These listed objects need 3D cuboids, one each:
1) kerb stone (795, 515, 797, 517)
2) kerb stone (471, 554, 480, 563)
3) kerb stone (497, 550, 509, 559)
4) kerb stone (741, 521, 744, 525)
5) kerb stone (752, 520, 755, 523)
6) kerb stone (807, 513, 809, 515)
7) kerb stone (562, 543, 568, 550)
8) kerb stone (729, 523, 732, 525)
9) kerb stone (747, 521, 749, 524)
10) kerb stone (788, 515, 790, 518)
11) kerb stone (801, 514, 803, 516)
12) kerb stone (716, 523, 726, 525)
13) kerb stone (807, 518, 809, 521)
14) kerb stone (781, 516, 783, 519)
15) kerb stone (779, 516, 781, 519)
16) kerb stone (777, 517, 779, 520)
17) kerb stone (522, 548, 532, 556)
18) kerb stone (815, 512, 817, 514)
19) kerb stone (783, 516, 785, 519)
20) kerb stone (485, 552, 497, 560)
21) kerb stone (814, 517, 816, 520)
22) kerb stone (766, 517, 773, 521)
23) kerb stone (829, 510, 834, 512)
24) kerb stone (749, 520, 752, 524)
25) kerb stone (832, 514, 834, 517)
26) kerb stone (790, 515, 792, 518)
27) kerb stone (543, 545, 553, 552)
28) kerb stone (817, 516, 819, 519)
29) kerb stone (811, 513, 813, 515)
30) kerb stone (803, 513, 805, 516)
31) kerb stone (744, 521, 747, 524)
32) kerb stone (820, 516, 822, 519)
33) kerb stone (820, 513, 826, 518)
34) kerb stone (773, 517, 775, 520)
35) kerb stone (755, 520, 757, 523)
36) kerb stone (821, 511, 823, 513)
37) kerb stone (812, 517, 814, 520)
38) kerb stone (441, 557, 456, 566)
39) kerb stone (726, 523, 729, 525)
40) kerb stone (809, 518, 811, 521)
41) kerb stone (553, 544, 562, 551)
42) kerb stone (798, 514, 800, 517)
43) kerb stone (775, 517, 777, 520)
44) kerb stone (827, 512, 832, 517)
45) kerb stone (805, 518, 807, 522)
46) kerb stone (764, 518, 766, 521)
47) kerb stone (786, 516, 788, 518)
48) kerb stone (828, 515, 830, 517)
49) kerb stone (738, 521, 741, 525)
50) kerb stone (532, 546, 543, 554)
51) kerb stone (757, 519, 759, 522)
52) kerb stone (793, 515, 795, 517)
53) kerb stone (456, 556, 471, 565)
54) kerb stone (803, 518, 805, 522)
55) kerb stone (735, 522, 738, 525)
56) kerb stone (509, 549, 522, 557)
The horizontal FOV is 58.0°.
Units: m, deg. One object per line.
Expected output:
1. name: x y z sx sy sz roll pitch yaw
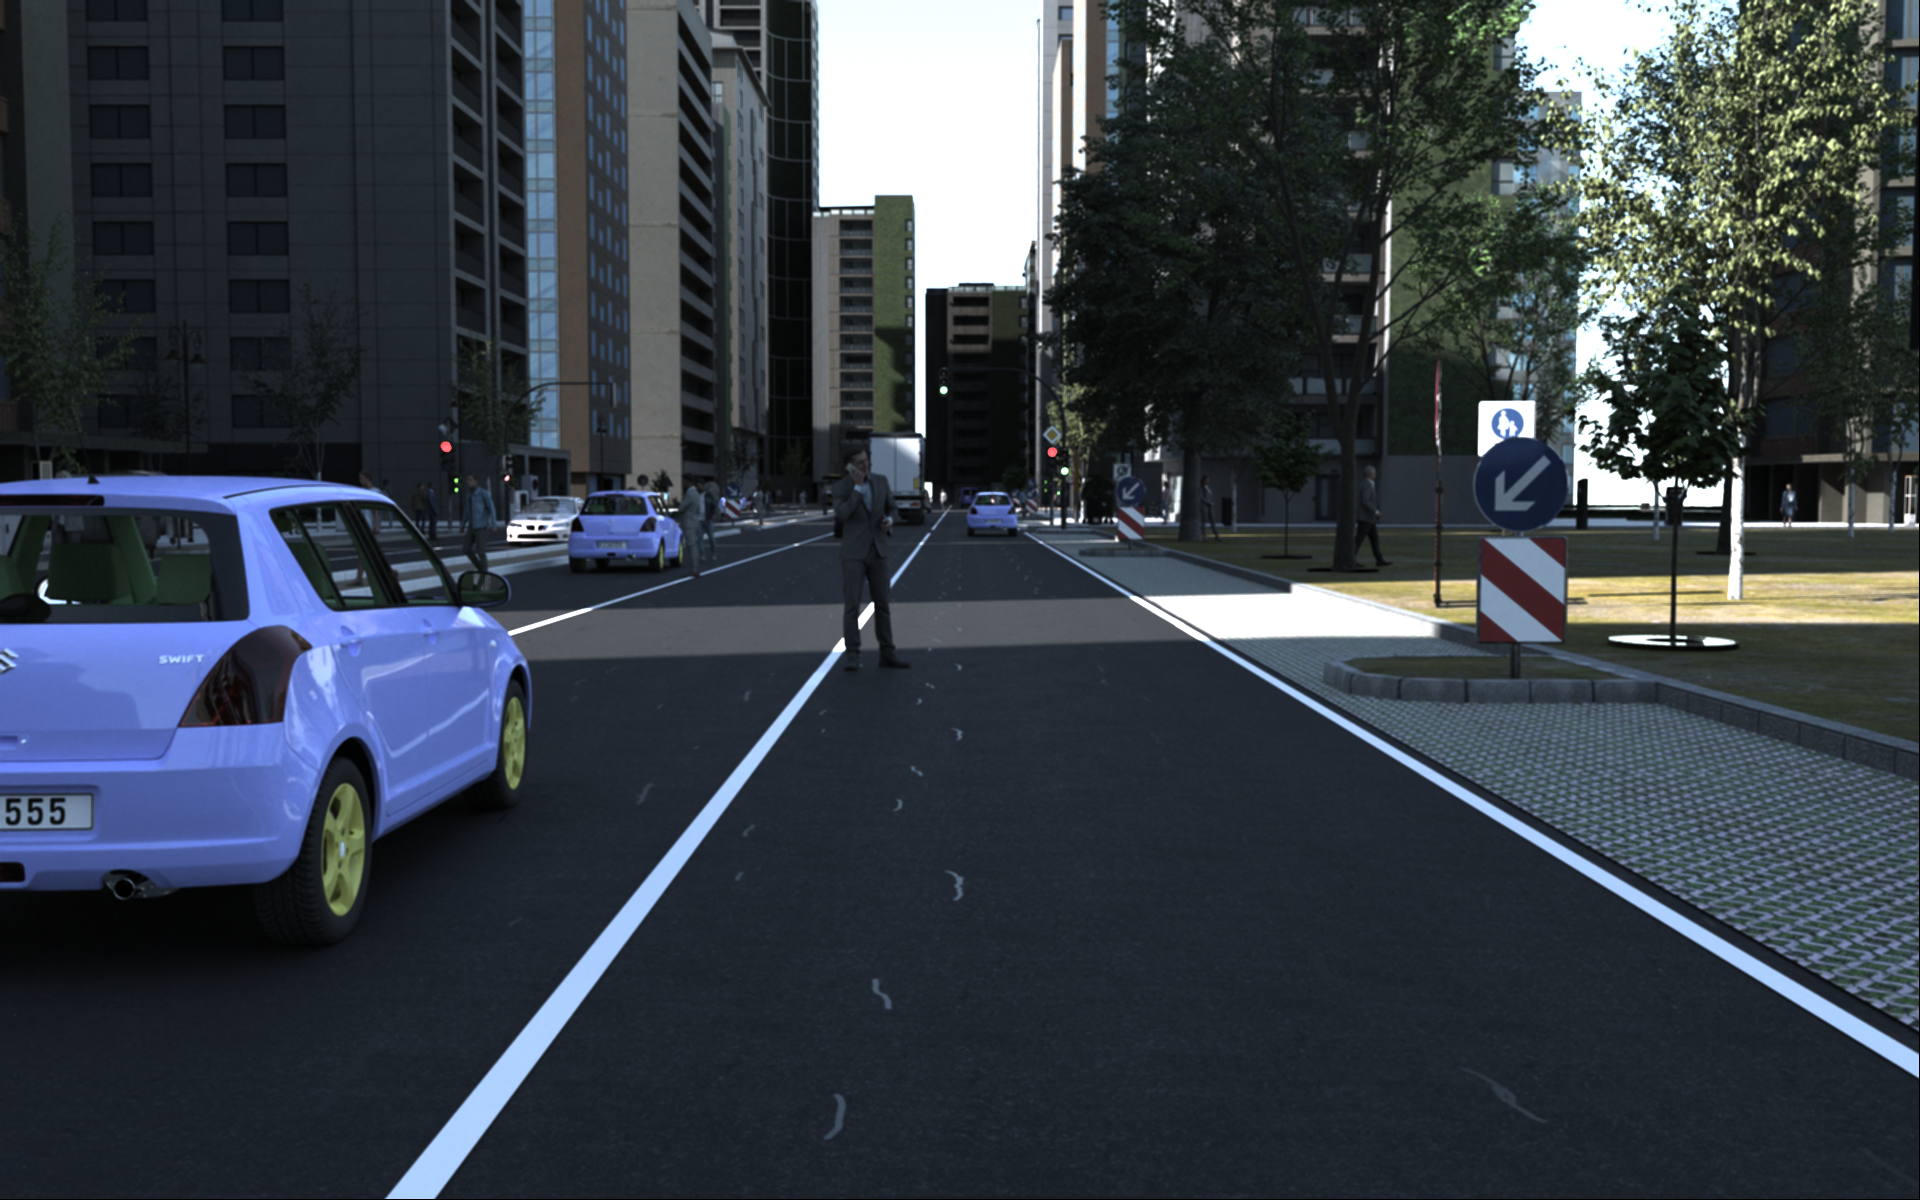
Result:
1. kerb stone: -10.210 -5.093 105.536 0.120 0.150 1.000 0 3 0
2. kerb stone: -10.213 -0.862 36.286 0.120 0.150 1.000 0 3 0
3. kerb stone: -10.220 -0.987 38.337 0.120 0.150 1.000 0 3 0
4. kerb stone: -10.210 -3.530 79.916 0.120 0.150 1.000 0 3 0
5. kerb stone: -10.212 -3.779 84.030 0.120 0.150 1.000 0 3 0
6. kerb stone: -10.202 -5.595 113.759 0.120 0.150 1.000 0 3 0
7. kerb stone: -10.219 -1.360 44.481 0.120 0.150 1.000 0 3 0
8. kerb stone: -10.210 -3.280 75.822 0.120 0.150 1.000 0 3 0
9. kerb stone: -10.214 -3.656 81.973 0.120 0.150 1.000 0 3 0
10. kerb stone: -10.206 -4.847 101.446 0.120 0.150 1.000 0 3 0
11. kerb stone: -10.208 -5.349 109.646 0.120 0.150 1.000 0 3 0
12. kerb stone: -10.214 -3.154 73.769 0.120 0.150 1.000 0 3 0
13. kerb stone: -8.114 -4.155 90.187 0.120 0.150 1.000 0 3 0
14. kerb stone: -10.209 -4.596 97.342 0.120 0.150 1.000 0 3 0
15. kerb stone: -10.207 -4.530 96.317 0.120 0.150 1.000 0 3 0
16. kerb stone: -10.212 -4.471 95.294 0.120 0.150 1.000 0 3 0
17. kerb stone: -10.211 -1.112 40.381 0.120 0.150 1.000 0 3 0
18. kerb stone: -10.208 -5.970 119.903 0.120 0.150 1.000 0 3 0
19. kerb stone: -10.211 -4.659 98.375 0.120 0.150 1.000 0 3 0
20. kerb stone: -10.215 -0.925 37.313 0.120 0.150 1.000 0 3 0
21. kerb stone: -8.103 -4.405 94.281 0.120 0.150 1.000 0 3 0
22. kerb stone: -10.214 -4.283 92.223 0.120 0.150 1.000 0 3 0
23. kerb stone: -10.206 -6.978 136.284 0.120 0.150 1.000 0 3 0
24. kerb stone: -10.211 -3.718 83.006 0.120 0.150 1.000 0 3 0
25. kerb stone: -8.109 -5.223 107.595 0.120 0.150 1.000 0 3 0
26. kerb stone: -10.202 -4.910 102.469 0.120 0.150 1.000 0 3 0
27. kerb stone: -10.213 -1.238 42.435 0.120 0.150 1.000 0 3 0
28. kerb stone: -8.105 -4.534 96.328 0.120 0.150 1.000 0 3 0
29. kerb stone: -10.204 -5.784 116.835 0.120 0.150 1.000 0 3 0
30. kerb stone: -10.203 -5.407 110.676 0.120 0.150 1.000 0 3 0
31. kerb stone: -10.211 -3.593 80.945 0.120 0.150 1.000 0 3 0
32. kerb stone: -8.105 -4.660 98.382 0.120 0.150 1.000 0 3 0
33. kerb stone: -8.111 -4.848 101.460 0.120 0.150 1.000 0 3 0
34. kerb stone: -10.210 -4.342 93.250 0.120 0.150 1.000 0 3 0
35. kerb stone: -10.208 -3.844 85.052 0.120 0.150 1.000 0 3 0
36. kerb stone: -10.205 -6.289 125.026 0.120 0.150 1.000 0 3 0
37. kerb stone: -8.113 -4.346 93.258 0.120 0.150 1.000 0 3 0
38. kerb stone: -10.217 -0.731 34.236 0.120 0.150 1.000 0 3 0
39. kerb stone: -10.210 -3.217 74.796 0.120 0.150 1.000 0 3 0
40. kerb stone: -8.107 -4.221 91.209 0.120 0.150 1.000 0 3 0
41. kerb stone: -10.216 -1.301 43.459 0.120 0.150 1.000 0 3 0
42. kerb stone: -10.216 -5.223 107.590 0.120 0.150 1.000 0 3 0
43. kerb stone: -10.202 -4.408 94.272 0.120 0.150 1.000 0 3 0
44. kerb stone: -8.108 -5.161 106.572 0.120 0.150 1.000 0 3 0
45. kerb stone: -8.112 -4.096 89.162 0.120 0.150 1.000 0 3 0
46. kerb stone: -10.212 -4.095 89.151 0.120 0.150 1.000 0 3 0
47. kerb stone: -10.214 -4.784 100.421 0.120 0.150 1.000 0 3 0
48. kerb stone: -8.105 -5.036 104.528 0.120 0.150 1.000 0 3 0
49. kerb stone: -10.215 -3.460 78.891 0.120 0.150 1.000 0 3 0
50. kerb stone: -10.213 -1.174 41.405 0.120 0.150 1.000 0 3 0
51. kerb stone: -10.212 -3.907 86.076 0.120 0.150 1.000 0 3 0
52. kerb stone: -10.213 -5.035 104.513 0.120 0.150 1.000 0 3 0
53. kerb stone: -10.216 -0.799 35.258 0.120 0.150 1.000 0 3 0
54. kerb stone: -8.110 -4.033 88.136 0.120 0.150 1.000 0 3 0
55. kerb stone: -10.206 -3.405 77.868 0.120 0.150 1.000 0 3 0
56. kerb stone: -10.209 -1.050 39.359 0.120 0.150 1.000 0 3 0
